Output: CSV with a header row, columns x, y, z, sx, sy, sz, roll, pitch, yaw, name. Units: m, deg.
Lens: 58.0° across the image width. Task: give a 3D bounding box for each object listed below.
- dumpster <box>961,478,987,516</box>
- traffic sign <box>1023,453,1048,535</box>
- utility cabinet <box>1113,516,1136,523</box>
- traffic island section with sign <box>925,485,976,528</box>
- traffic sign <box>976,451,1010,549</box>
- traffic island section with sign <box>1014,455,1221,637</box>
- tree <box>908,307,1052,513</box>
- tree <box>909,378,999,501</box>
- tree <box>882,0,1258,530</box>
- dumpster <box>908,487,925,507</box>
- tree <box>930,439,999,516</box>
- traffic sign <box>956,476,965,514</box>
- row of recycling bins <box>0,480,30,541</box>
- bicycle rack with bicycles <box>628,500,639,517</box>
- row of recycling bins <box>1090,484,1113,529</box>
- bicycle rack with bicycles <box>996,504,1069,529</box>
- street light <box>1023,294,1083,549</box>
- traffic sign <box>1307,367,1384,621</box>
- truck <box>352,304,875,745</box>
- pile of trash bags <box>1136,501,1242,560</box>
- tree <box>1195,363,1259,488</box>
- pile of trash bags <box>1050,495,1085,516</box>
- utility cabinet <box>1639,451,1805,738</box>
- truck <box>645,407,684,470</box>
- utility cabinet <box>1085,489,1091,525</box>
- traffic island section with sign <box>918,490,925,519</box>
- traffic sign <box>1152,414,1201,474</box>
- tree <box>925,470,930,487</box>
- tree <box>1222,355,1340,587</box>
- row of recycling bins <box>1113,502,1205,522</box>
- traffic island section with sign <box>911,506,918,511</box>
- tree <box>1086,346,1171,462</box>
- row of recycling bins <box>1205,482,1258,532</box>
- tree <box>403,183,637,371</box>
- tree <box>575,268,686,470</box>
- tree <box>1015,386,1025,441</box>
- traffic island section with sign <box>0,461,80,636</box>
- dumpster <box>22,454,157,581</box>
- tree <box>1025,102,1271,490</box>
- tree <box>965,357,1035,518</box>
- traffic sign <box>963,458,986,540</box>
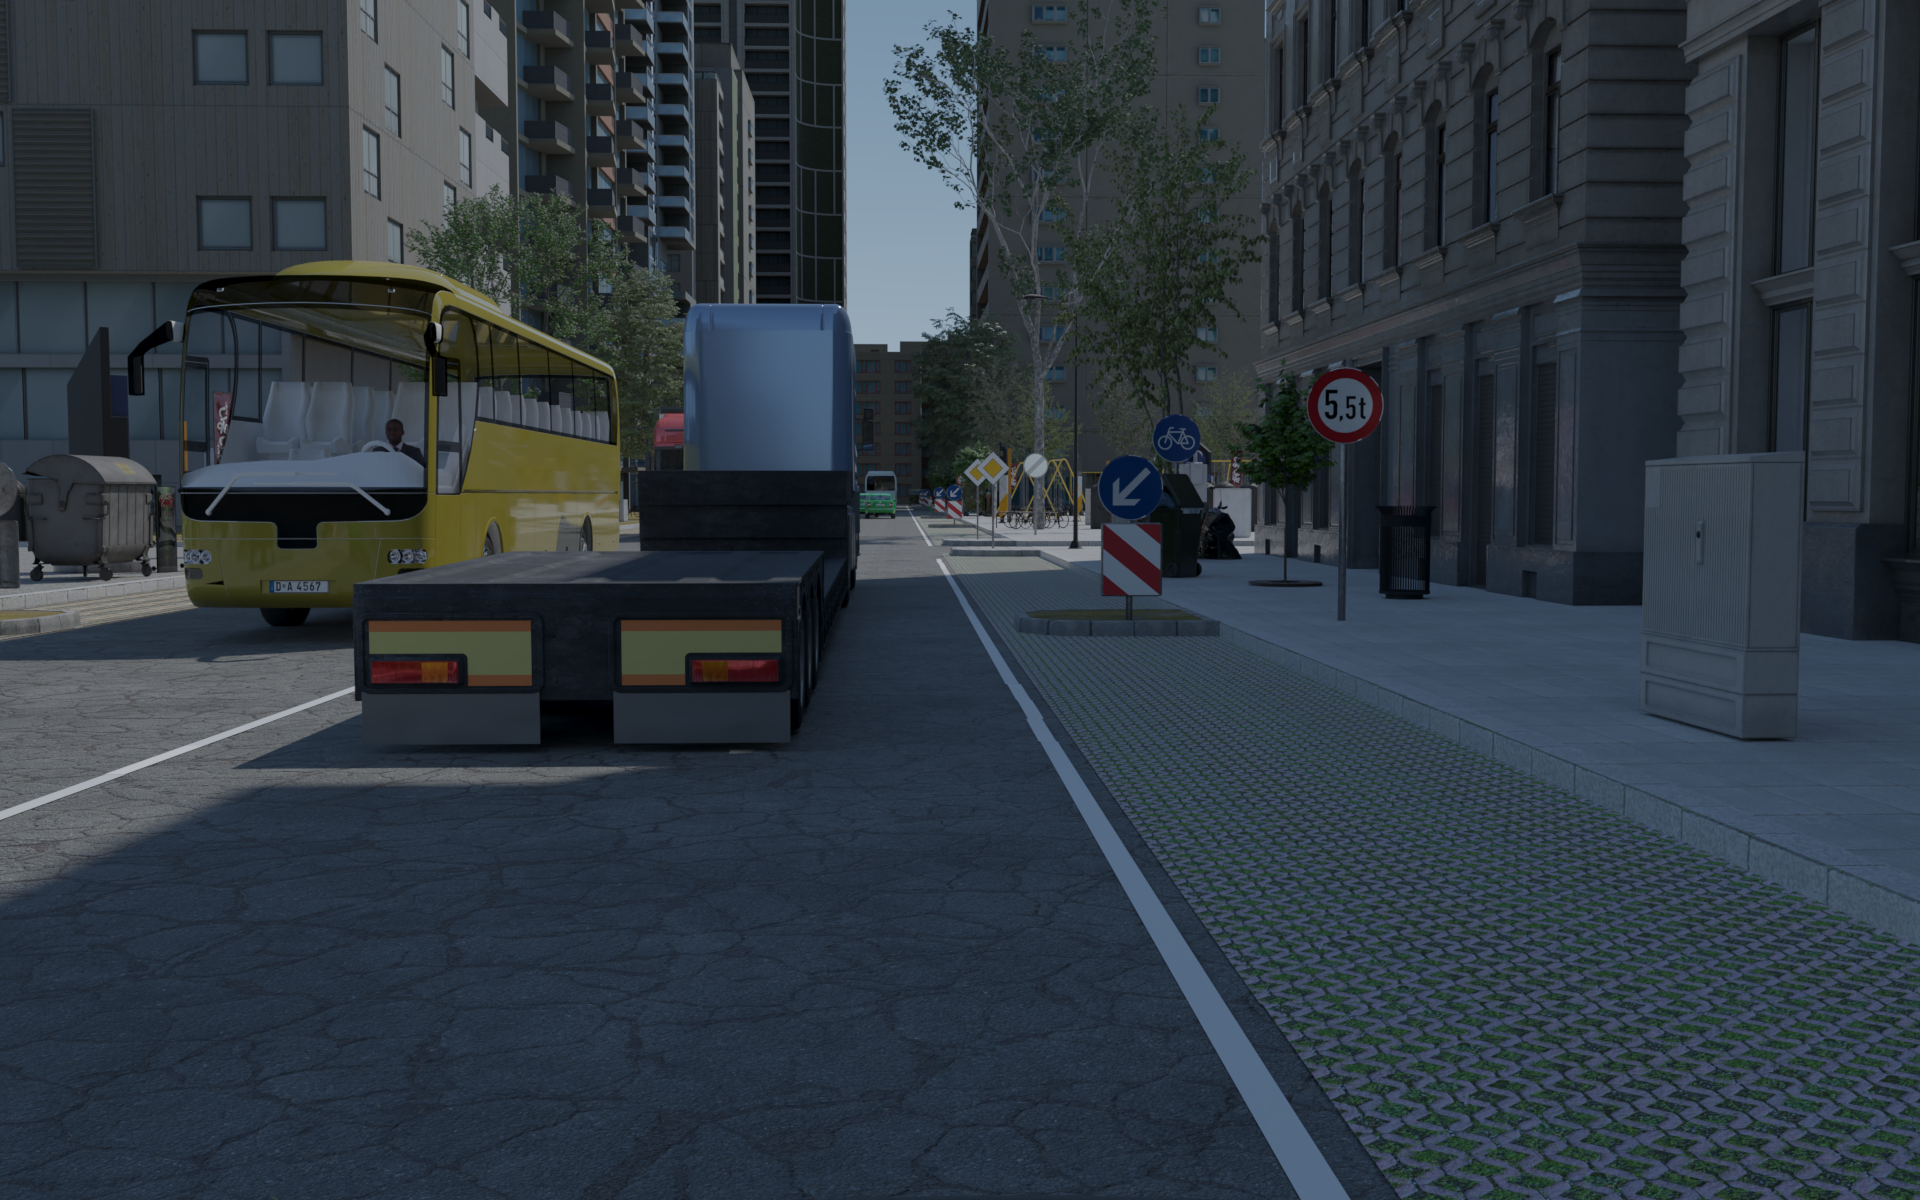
x,y,z,sx,sy,sz,roll,pitch,yaw,name
0.806,-5.977,100.224,1.502,2.255,1.985,0,4,-2,dumpster
2.360,-3.298,54.029,0.768,2.556,0.104,0,4,2,traffic sign
3.124,-1.487,32.987,0.318,1.500,1.173,1,4,12,utility cabinet
-0.360,-3.985,73.785,1.989,1.847,2.006,0,4,-2,traffic island section with sign
0.774,-2.268,40.721,0.795,2.450,0.064,0,4,-2,traffic sign
1.590,-0.589,18.250,1.989,1.847,2.006,0,4,-2,traffic island section with sign
1.137,-12.947,118.346,9.857,13.997,8.962,0,3,0,tree
0.127,-11.884,128.709,8.767,10.594,7.601,0,4,8,tree
4.136,-12.563,61.292,12.611,20.169,13.585,0,3,0,tree
-4.926,-11.815,198.124,1.985,2.255,1.502,0,4,-3,dumpster
1.102,-7.332,103.590,4.285,4.588,4.351,0,3,0,tree
0.158,-6.767,110.743,0.768,2.556,0.104,0,4,7,traffic sign
-24.610,-2.465,47.422,3.534,1.692,1.069,0,4,-3,row of recycling bins
-17.252,-5.140,97.422,2.925,0.926,2.852,3,5,44,bicycle rack with bicycles
5.984,-3.525,64.742,1.069,1.692,3.534,3,4,37,row of recycling bins
2.722,-3.133,64.612,2.925,0.926,2.852,-1,4,-22,bicycle rack with bicycles
2.171,-4.154,40.464,1.470,5.913,1.316,0,4,-2,street light
3.870,-1.063,17.488,0.768,2.556,0.104,0,4,3,traffic sign
-2.485,-1.774,18.766,2.967,4.110,18.799,0,4,-2,truck
4.476,-1.556,35.196,1.912,1.369,3.447,0,4,-5,pile of trash bags
15.285,-9.045,98.240,4.360,8.622,3.978,0,3,0,tree
6.485,-5.649,102.105,1.912,1.369,3.447,1,4,17,pile of trash bags
4.136,-0.050,9.491,0.318,1.500,1.173,0,4,-4,utility cabinet
-8.613,-4.233,58.128,2.839,4.237,11.283,0,4,-4,truck
5.406,-3.862,71.828,0.318,1.500,1.173,1,4,10,utility cabinet
-1.300,-5.633,100.724,1.989,1.847,2.006,0,4,-2,traffic island section with sign
3.459,-1.690,27.736,0.768,2.556,0.104,0,4,8,traffic sign
-1.121,-11.021,163.902,4.285,4.588,4.351,0,3,0,tree
4.561,-1.823,24.402,1.663,3.219,1.824,0,3,0,tree
7.428,-3.354,61.944,3.534,1.692,1.069,0,4,-7,row of recycling bins
-3.092,-8.743,151.574,1.989,1.847,2.006,0,4,-2,traffic island section with sign
8.021,-8.188,84.241,4.360,8.622,3.978,0,3,0,tree
10.351,-3.188,59.243,3.534,1.692,1.069,-1,4,-10,row of recycling bins
-14.748,-8.022,56.915,9.928,11.665,9.643,0,3,0,tree
-16.086,-10.357,87.469,7.486,12.596,7.792,0,3,0,tree
5.267,-9.669,108.447,4.737,8.622,4.395,0,3,0,tree
-10.431,-0.578,18.078,1.989,1.847,2.006,0,4,-2,traffic island section with sign
-13.115,-1.246,26.134,1.264,1.857,1.865,0,4,-2,dumpster
3.634,-4.986,31.884,4.737,8.622,4.395,0,3,0,tree
2.123,-8.766,93.684,4.360,8.622,3.978,0,3,0,tree
0.494,-2.756,48.702,0.795,2.450,0.064,0,4,-2,traffic sign
